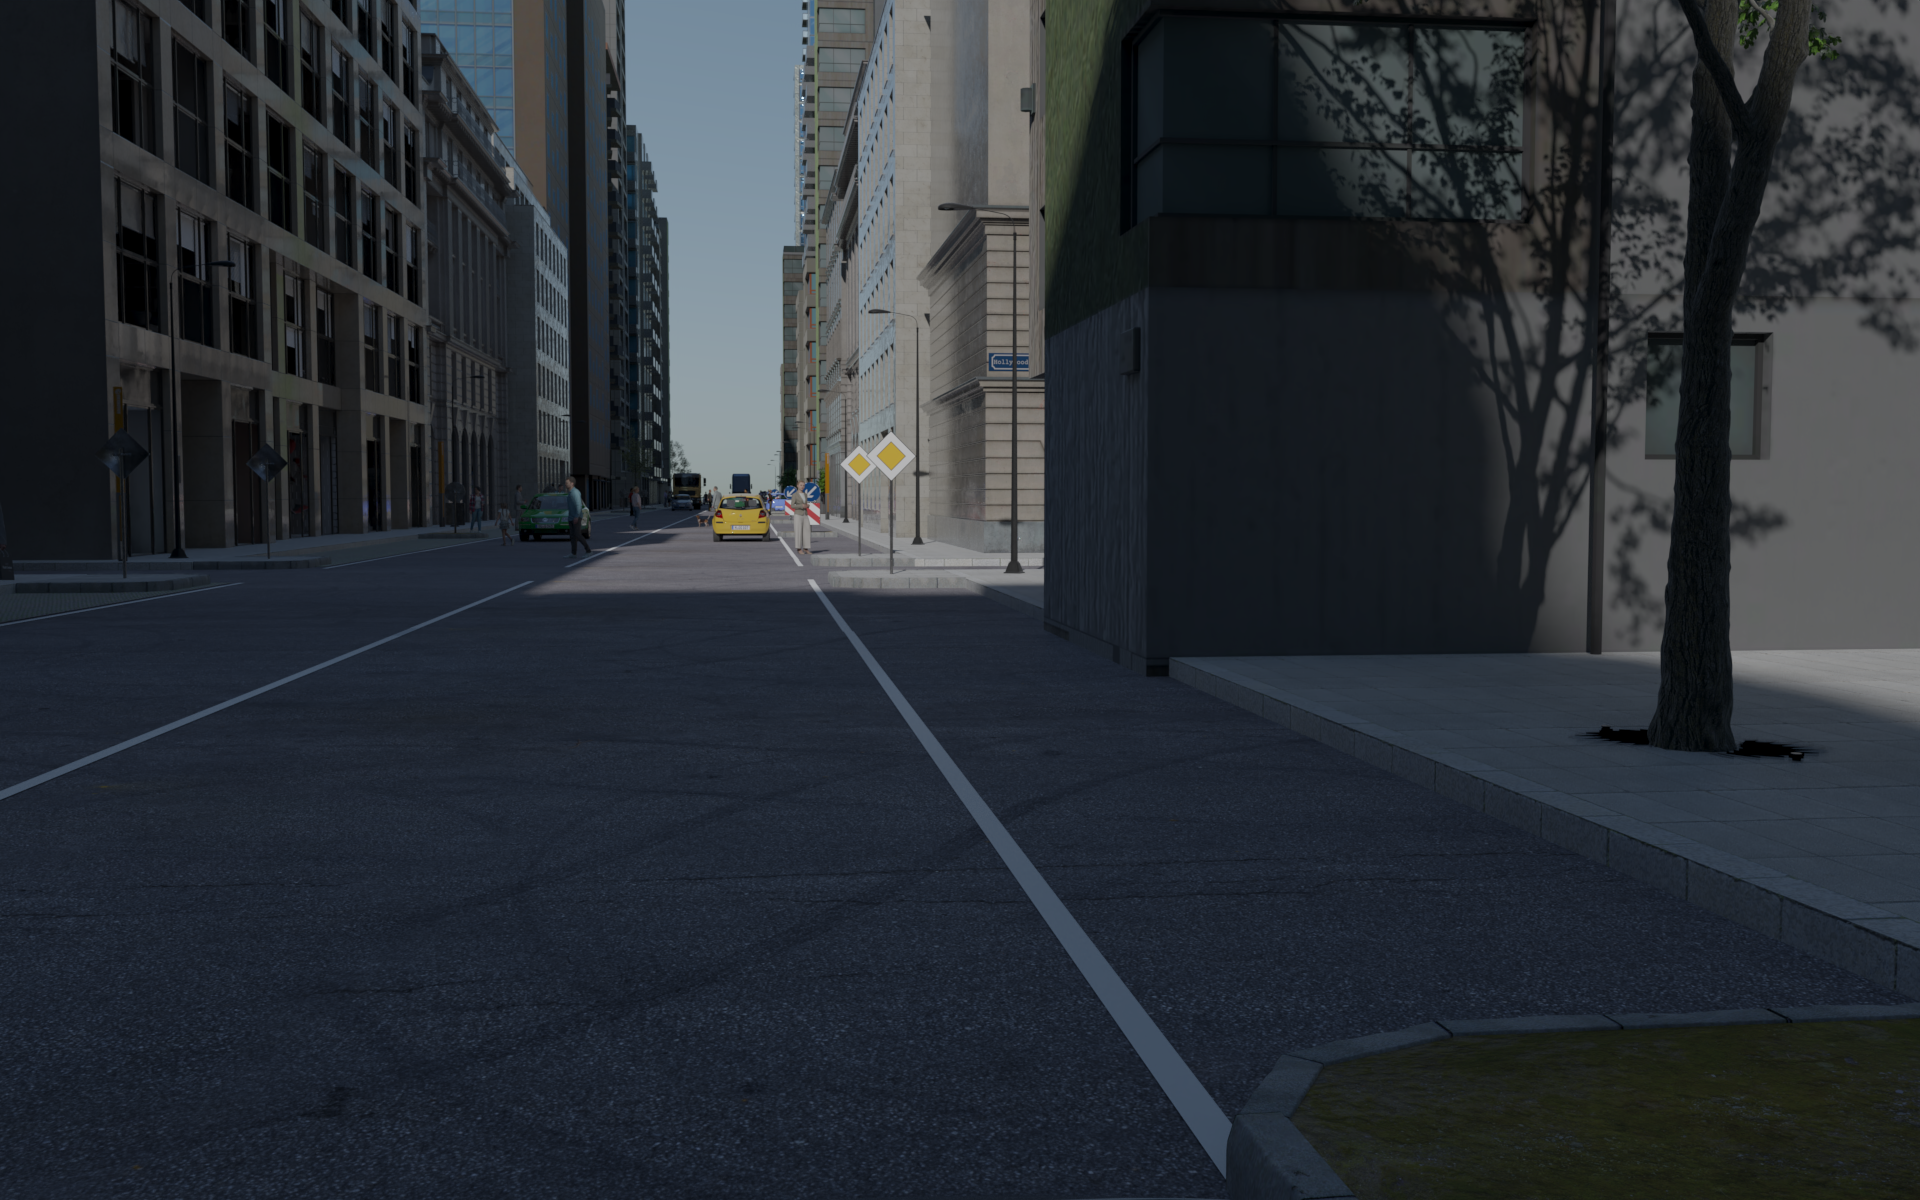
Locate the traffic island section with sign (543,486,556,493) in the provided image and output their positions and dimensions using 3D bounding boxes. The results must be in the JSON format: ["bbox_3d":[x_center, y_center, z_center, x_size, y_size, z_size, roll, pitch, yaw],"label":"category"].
[{"bbox_3d":[-19.732,-4.577,83.464,1.989,1.847,2.006,0,4,-7],"label":"traffic island section with sign"}]

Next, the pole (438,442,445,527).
[{"bbox_3d":[-20.129,-4.489,67.245,0.158,3.312,0.155,0,3,0],"label":"pole"}]

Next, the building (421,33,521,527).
[{"bbox_3d":[-28.024,-14.447,78.002,13.314,21.916,24.055,0,4,-7],"label":"building"}]

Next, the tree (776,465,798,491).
[{"bbox_3d":[-18.745,-12.825,193.398,4.285,4.588,4.351,0,3,0],"label":"tree"}]

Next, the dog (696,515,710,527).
[{"bbox_3d":[-11.187,-3.430,75.367,0.540,0.507,0.406,-2,4,-28],"label":"dog"}]

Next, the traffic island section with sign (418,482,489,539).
[{"bbox_3d":[-16.392,-2.908,56.174,1.989,1.847,2.006,0,4,-7],"label":"traffic island section with sign"}]

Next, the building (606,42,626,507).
[{"bbox_3d":[-43.788,-31.210,164.913,22.147,44.769,28.867,0,4,-7],"label":"building"}]

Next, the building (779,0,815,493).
[{"bbox_3d":[-15.170,-57.518,253.089,22.319,86.520,31.000,0,4,-7],"label":"building"}]

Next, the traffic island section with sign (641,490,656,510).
[{"bbox_3d":[-29.146,-9.280,160.362,1.989,1.847,2.006,0,4,-7],"label":"traffic island section with sign"}]

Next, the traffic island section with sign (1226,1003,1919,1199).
[{"bbox_3d":[1.587,0.331,3.216,1.989,1.847,2.006,0,4,-7],"label":"traffic island section with sign"}]

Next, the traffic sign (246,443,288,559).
[{"bbox_3d":[-13.681,-1.871,34.231,0.795,2.450,0.064,0,4,-7],"label":"traffic sign"}]

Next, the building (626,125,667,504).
[{"bbox_3d":[-50.691,-37.021,224.902,23.786,49.044,30.456,0,4,-7],"label":"building"}]

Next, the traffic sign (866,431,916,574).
[{"bbox_3d":[-1.101,-1.471,27.699,0.795,2.450,0.064,0,4,-7],"label":"traffic sign"}]

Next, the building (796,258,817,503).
[{"bbox_3d":[0.760,-18.231,143.121,27.650,21.520,28.899,0,4,-7],"label":"building"}]

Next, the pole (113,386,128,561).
[{"bbox_3d":[-15.984,-2.392,32.958,0.158,3.312,0.155,0,3,0],"label":"pole"}]

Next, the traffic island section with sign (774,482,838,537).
[{"bbox_3d":[-5.166,-3.044,58.396,1.989,1.847,2.006,0,4,-7],"label":"traffic island section with sign"}]

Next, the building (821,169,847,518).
[{"bbox_3d":[-2.886,-15.467,102.030,9.793,20.994,18.267,0,4,-7],"label":"building"}]

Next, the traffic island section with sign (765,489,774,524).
[{"bbox_3d":[-8.437,-4.680,85.153,1.989,1.847,2.006,0,4,-7],"label":"traffic island section with sign"}]

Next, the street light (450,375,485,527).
[{"bbox_3d":[-19.267,-5.824,67.766,1.470,5.913,1.316,0,4,-7],"label":"street light"}]

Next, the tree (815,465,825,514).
[{"bbox_3d":[-8.899,-7.218,112.623,1.663,3.219,1.824,0,3,0],"label":"tree"}]

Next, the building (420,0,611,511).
[{"bbox_3d":[-36.855,-30.213,144.088,14.600,45.320,14.200,0,4,-7],"label":"building"}]

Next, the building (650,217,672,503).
[{"bbox_3d":[-48.948,-34.520,247.991,14.154,41.232,14.086,0,4,-7],"label":"building"}]

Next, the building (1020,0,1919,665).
[{"bbox_3d":[7.598,-15.204,20.291,14.160,30.474,14.107,0,4,-7],"label":"building"}]

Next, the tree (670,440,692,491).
[{"bbox_3d":[-44.708,-20.337,266.919,7.601,10.594,8.767,0,4,1],"label":"tree"}]

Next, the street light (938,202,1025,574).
[{"bbox_3d":[0.341,-3.381,27.825,1.470,5.913,1.316,0,4,-7],"label":"street light"}]

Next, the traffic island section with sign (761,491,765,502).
[{"bbox_3d":[-14.501,-7.713,134.735,1.989,1.847,2.006,0,4,-7],"label":"traffic island section with sign"}]

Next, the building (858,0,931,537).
[{"bbox_3d":[2.250,-12.516,59.395,10.420,20.320,16.860,0,4,-7],"label":"building"}]

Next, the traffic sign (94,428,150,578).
[{"bbox_3d":[-12.711,-1.386,26.304,0.795,2.450,0.064,0,4,-7],"label":"traffic sign"}]

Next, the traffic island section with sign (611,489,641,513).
[{"bbox_3d":[-25.822,-7.623,133.260,1.989,1.847,2.006,0,4,-7],"label":"traffic island section with sign"}]

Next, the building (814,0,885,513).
[{"bbox_3d":[-3.086,-26.718,120.439,14.154,41.232,14.086,0,4,-7],"label":"building"}]

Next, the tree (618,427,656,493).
[{"bbox_3d":[-34.698,-14.384,185.539,4.360,8.622,3.978,0,3,0],"label":"tree"}]

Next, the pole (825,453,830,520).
[{"bbox_3d":[-6.619,-5.658,86.359,0.158,3.312,0.155,0,3,0],"label":"pole"}]

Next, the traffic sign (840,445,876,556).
[{"bbox_3d":[-2.071,-1.956,35.625,0.795,2.450,0.064,0,4,-7],"label":"traffic sign"}]

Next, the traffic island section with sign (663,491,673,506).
[{"bbox_3d":[-35.789,-12.604,214.701,1.989,1.847,2.006,0,4,-7],"label":"traffic island section with sign"}]

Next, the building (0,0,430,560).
[{"bbox_3d":[-28.092,-14.928,48.590,19.350,26.468,34.151,0,4,-7],"label":"building"}]

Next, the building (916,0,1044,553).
[{"bbox_3d":[16.699,-13.752,43.923,34.723,24.649,14.460,0,4,-7],"label":"building"}]

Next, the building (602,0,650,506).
[{"bbox_3d":[-46.679,-46.531,199.040,20.563,71.187,20.611,0,4,-7],"label":"building"}]

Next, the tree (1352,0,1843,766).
[{"bbox_3d":[3.883,-5.053,8.380,9.928,11.665,9.643,0,3,0],"label":"tree"}]

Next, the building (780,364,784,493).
[{"bbox_3d":[-9.254,-23.281,225.678,27.650,21.520,28.899,0,4,-7],"label":"building"}]

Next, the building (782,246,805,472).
[{"bbox_3d":[-13.759,-26.393,203.233,14.160,30.474,14.107,0,4,-7],"label":"building"}]

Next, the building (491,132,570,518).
[{"bbox_3d":[-28.563,-14.944,99.079,10.420,20.320,16.860,0,4,-7],"label":"building"}]

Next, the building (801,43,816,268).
[{"bbox_3d":[-4.233,-33.758,171.553,23.786,49.044,30.456,0,4,-7],"label":"building"}]

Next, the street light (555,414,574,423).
[{"bbox_3d":[-23.368,-7.856,100.993,1.470,5.913,1.316,0,4,-7],"label":"street light"}]

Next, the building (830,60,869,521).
[{"bbox_3d":[1.220,-14.596,80.447,13.314,21.916,24.055,0,4,-7],"label":"building"}]
